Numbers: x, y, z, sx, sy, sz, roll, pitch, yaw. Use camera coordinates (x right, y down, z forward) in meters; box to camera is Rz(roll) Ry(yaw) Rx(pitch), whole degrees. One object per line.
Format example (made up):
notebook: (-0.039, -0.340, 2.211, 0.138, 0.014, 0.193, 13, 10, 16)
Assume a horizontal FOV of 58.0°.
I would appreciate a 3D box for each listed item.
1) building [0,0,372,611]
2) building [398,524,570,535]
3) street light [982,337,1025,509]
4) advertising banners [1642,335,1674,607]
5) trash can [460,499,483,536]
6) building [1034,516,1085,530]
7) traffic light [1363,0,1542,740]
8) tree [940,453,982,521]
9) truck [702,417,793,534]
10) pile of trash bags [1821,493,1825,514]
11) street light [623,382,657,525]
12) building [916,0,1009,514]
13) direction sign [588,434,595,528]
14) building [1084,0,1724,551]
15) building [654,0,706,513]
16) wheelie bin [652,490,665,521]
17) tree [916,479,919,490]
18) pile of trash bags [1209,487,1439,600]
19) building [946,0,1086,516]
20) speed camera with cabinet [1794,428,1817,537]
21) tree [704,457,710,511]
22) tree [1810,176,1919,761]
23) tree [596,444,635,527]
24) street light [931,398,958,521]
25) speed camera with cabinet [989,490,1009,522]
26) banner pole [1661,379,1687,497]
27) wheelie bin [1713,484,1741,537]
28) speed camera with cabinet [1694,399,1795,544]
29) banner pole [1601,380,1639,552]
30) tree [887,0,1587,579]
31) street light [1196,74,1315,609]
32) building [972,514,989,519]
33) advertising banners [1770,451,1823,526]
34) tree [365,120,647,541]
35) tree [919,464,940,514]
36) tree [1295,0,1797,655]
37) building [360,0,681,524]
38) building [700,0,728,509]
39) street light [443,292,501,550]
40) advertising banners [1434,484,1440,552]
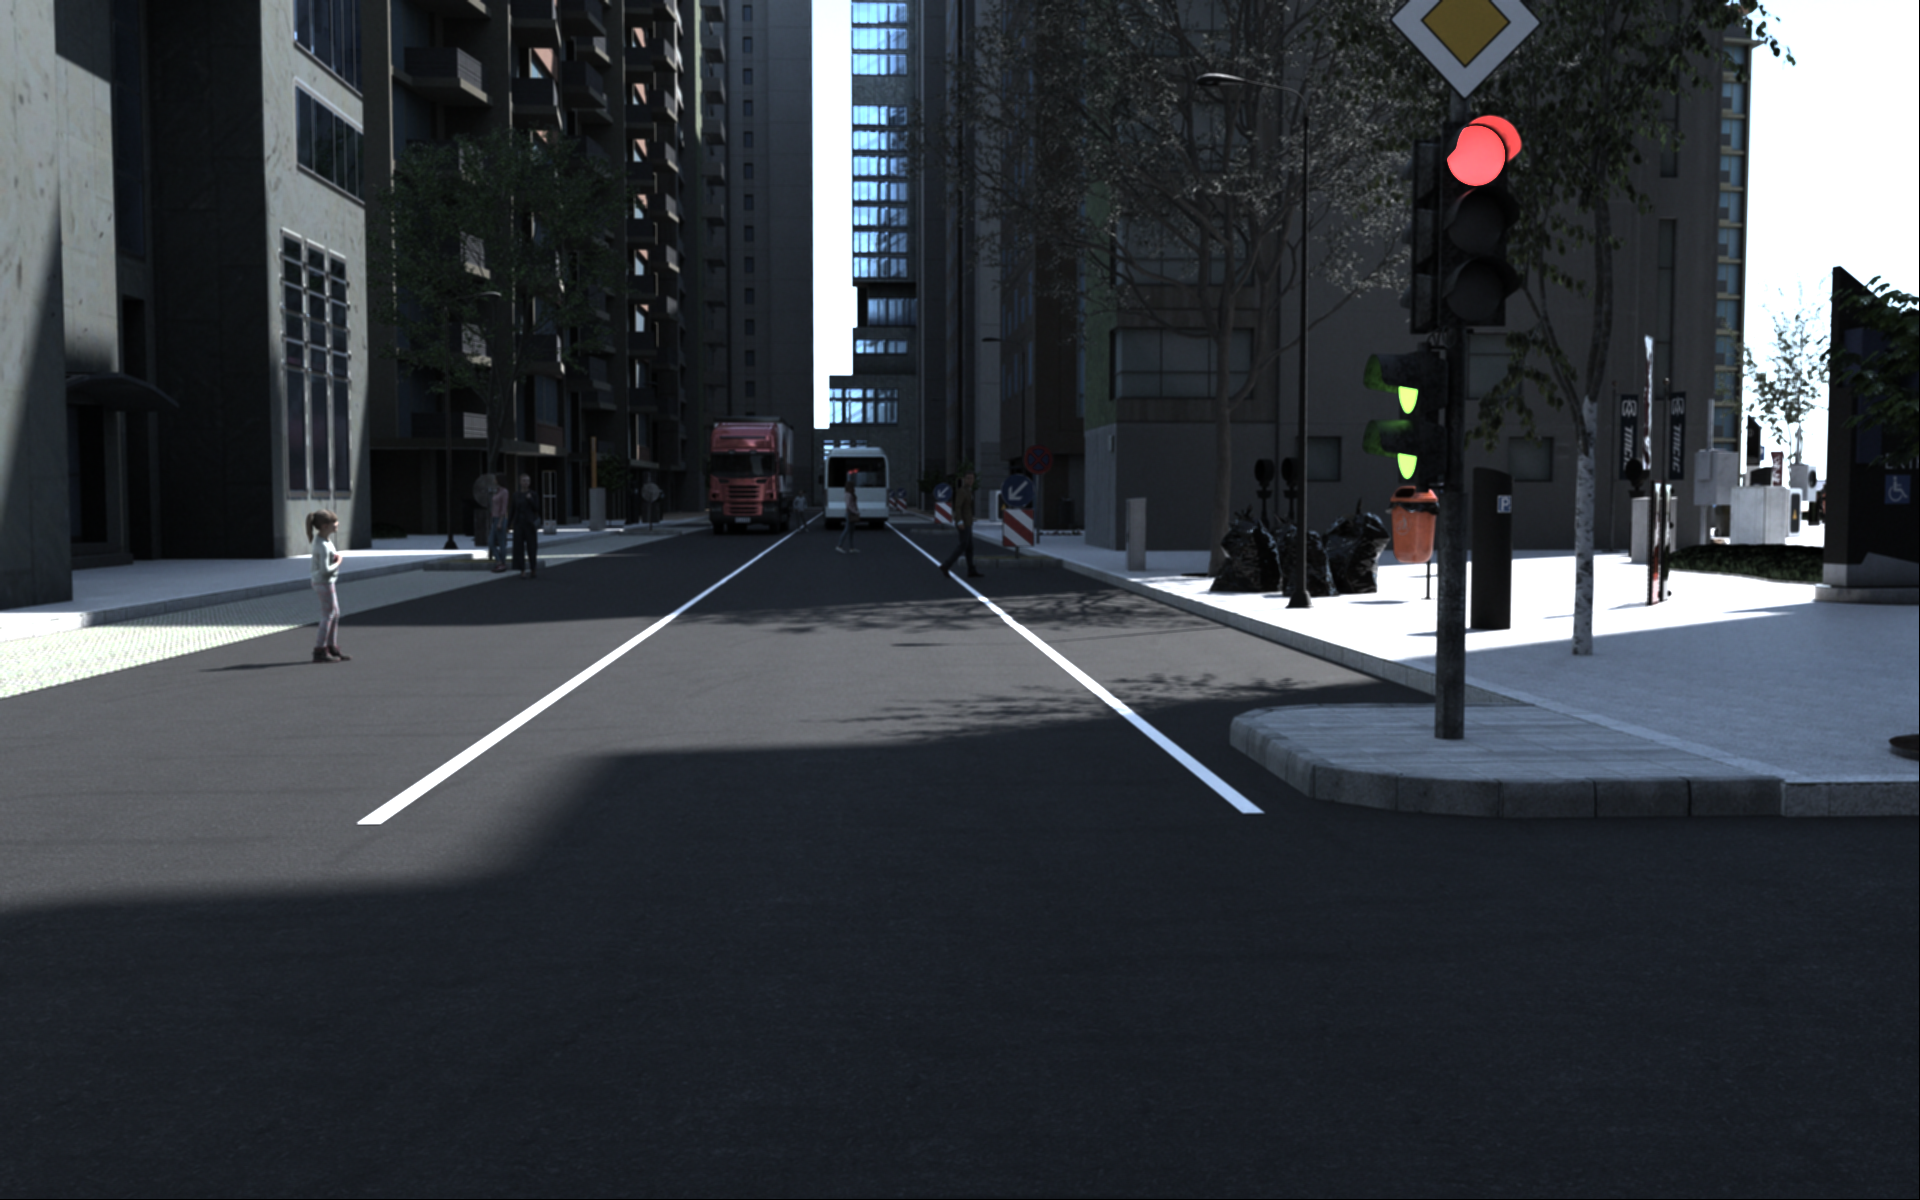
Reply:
building: (-22.132, -43.413, 22.478, 22.319, 86.520, 31.000, 0, 4, -4)
building: (-25.652, -25.143, 65.710, 22.147, 44.769, 28.867, 0, 4, -4)
street light: (1.345, -4.830, 51.508, 1.470, 5.913, 1.316, 0, 4, -4)
advertising banners: (8.047, -1.456, 20.000, 0.090, 3.025, 2.074, 2, 4, 31)
trash can: (-14.810, -2.506, 52.634, 0.748, 1.137, 0.748, 0, 3, 0)
building: (9.066, -25.500, 67.042, 14.600, 45.320, 14.200, 0, 4, -4)
traffic light: (2.556, -1.228, 9.000, 0.839, 4.253, 0.868, 0, 4, -4)
tree: (0.181, -5.355, 82.149, 1.663, 3.219, 1.824, 0, 3, 0)
truck: (-7.766, -4.652, 64.977, 2.839, 4.237, 11.283, 0, 4, -3)
pile of trash bags: (34.455, -3.443, 66.048, 1.912, 1.369, 3.447, -2, 4, -28)
street light: (-13.295, -6.085, 72.027, 1.470, 5.913, 1.316, 0, 4, -4)
building: (6.845, -36.869, 144.813, 21.231, 58.520, 28.212, 0, 4, -4)
direction sign: (-13.840, -4.477, 65.193, 0.379, 3.537, 0.876, -2, 4, -26)
building: (10.078, -22.109, 45.085, 14.154, 41.232, 14.086, 0, 4, -4)
building: (-25.271, -26.612, 118.707, 14.154, 41.232, 14.086, 0, 4, -4)
wheelie bin: (-14.583, -4.606, 83.222, 0.693, 1.594, 0.980, 0, 4, 7)
tree: (-2.350, -7.664, 119.914, 1.663, 3.219, 1.824, 0, 3, 0)
pile of trash bags: (4.781, -0.758, 22.143, 1.912, 1.369, 3.447, -2, 4, -31)
building: (6.292, -28.965, 123.691, 14.600, 45.320, 14.200, 0, 4, -4)
speed camera with cabinet: (24.899, -3.509, 51.701, 2.038, 3.252, 0.660, -3, 5, -43)
tree: (-18.778, -9.085, 132.248, 4.285, 4.588, 4.351, 0, 3, 0)
tree: (4.998, -0.845, 8.412, 1.663, 3.219, 1.824, 0, 3, 0)
tree: (-13.404, -4.423, 66.918, 1.663, 3.219, 1.824, 0, 3, 0)
street light: (-0.705, -6.806, 83.823, 1.470, 5.913, 1.316, 0, 4, -4)
speed camera with cabinet: (2.350, -5.247, 80.124, 2.038, 3.252, 0.660, -2, 4, -32)
banner pole: (15.418, -2.906, 37.536, 0.401, 3.779, 0.863, -1, 4, -17)
wheelie bin: (23.028, -2.685, 51.815, 0.980, 1.594, 0.693, 0, 4, 5)
speed camera with cabinet: (16.026, -2.522, 35.569, 0.660, 3.252, 2.038, -1, 4, -18)
banner pole: (14.601, -2.947, 38.199, 0.863, 3.779, 0.401, -1, 4, -17)
tree: (4.158, -7.098, 26.427, 12.009, 13.543, 11.850, 0, 3, 0)
street light: (3.305, -2.864, 19.365, 1.470, 5.913, 1.316, 0, 4, -4)
building: (10.633, -34.272, 102.354, 21.231, 58.520, 28.212, 0, 4, -4)
advertising banners: (33.913, -4.530, 70.261, 2.074, 3.025, 0.090, 1, 4, 10)
tree: (-12.741, -7.449, 47.544, 9.928, 11.665, 9.643, 0, 3, 0)
tree: (-1.525, -7.188, 112.125, 1.663, 3.219, 1.824, 0, 3, 0)
tree: (4.763, -3.874, 13.698, 4.360, 8.622, 3.978, 0, 3, 0)
building: (-27.669, -27.055, 96.968, 22.147, 44.769, 28.867, 0, 4, -4)
building: (-35.180, -32.105, 144.528, 30.456, 49.044, 23.786, 0, 4, -4)
street light: (-11.265, -4.126, 39.994, 1.470, 5.913, 1.316, 0, 4, -4)
advertising banners: (10.474, -2.530, 37.548, 0.090, 3.025, 2.074, 0, 4, -2)
